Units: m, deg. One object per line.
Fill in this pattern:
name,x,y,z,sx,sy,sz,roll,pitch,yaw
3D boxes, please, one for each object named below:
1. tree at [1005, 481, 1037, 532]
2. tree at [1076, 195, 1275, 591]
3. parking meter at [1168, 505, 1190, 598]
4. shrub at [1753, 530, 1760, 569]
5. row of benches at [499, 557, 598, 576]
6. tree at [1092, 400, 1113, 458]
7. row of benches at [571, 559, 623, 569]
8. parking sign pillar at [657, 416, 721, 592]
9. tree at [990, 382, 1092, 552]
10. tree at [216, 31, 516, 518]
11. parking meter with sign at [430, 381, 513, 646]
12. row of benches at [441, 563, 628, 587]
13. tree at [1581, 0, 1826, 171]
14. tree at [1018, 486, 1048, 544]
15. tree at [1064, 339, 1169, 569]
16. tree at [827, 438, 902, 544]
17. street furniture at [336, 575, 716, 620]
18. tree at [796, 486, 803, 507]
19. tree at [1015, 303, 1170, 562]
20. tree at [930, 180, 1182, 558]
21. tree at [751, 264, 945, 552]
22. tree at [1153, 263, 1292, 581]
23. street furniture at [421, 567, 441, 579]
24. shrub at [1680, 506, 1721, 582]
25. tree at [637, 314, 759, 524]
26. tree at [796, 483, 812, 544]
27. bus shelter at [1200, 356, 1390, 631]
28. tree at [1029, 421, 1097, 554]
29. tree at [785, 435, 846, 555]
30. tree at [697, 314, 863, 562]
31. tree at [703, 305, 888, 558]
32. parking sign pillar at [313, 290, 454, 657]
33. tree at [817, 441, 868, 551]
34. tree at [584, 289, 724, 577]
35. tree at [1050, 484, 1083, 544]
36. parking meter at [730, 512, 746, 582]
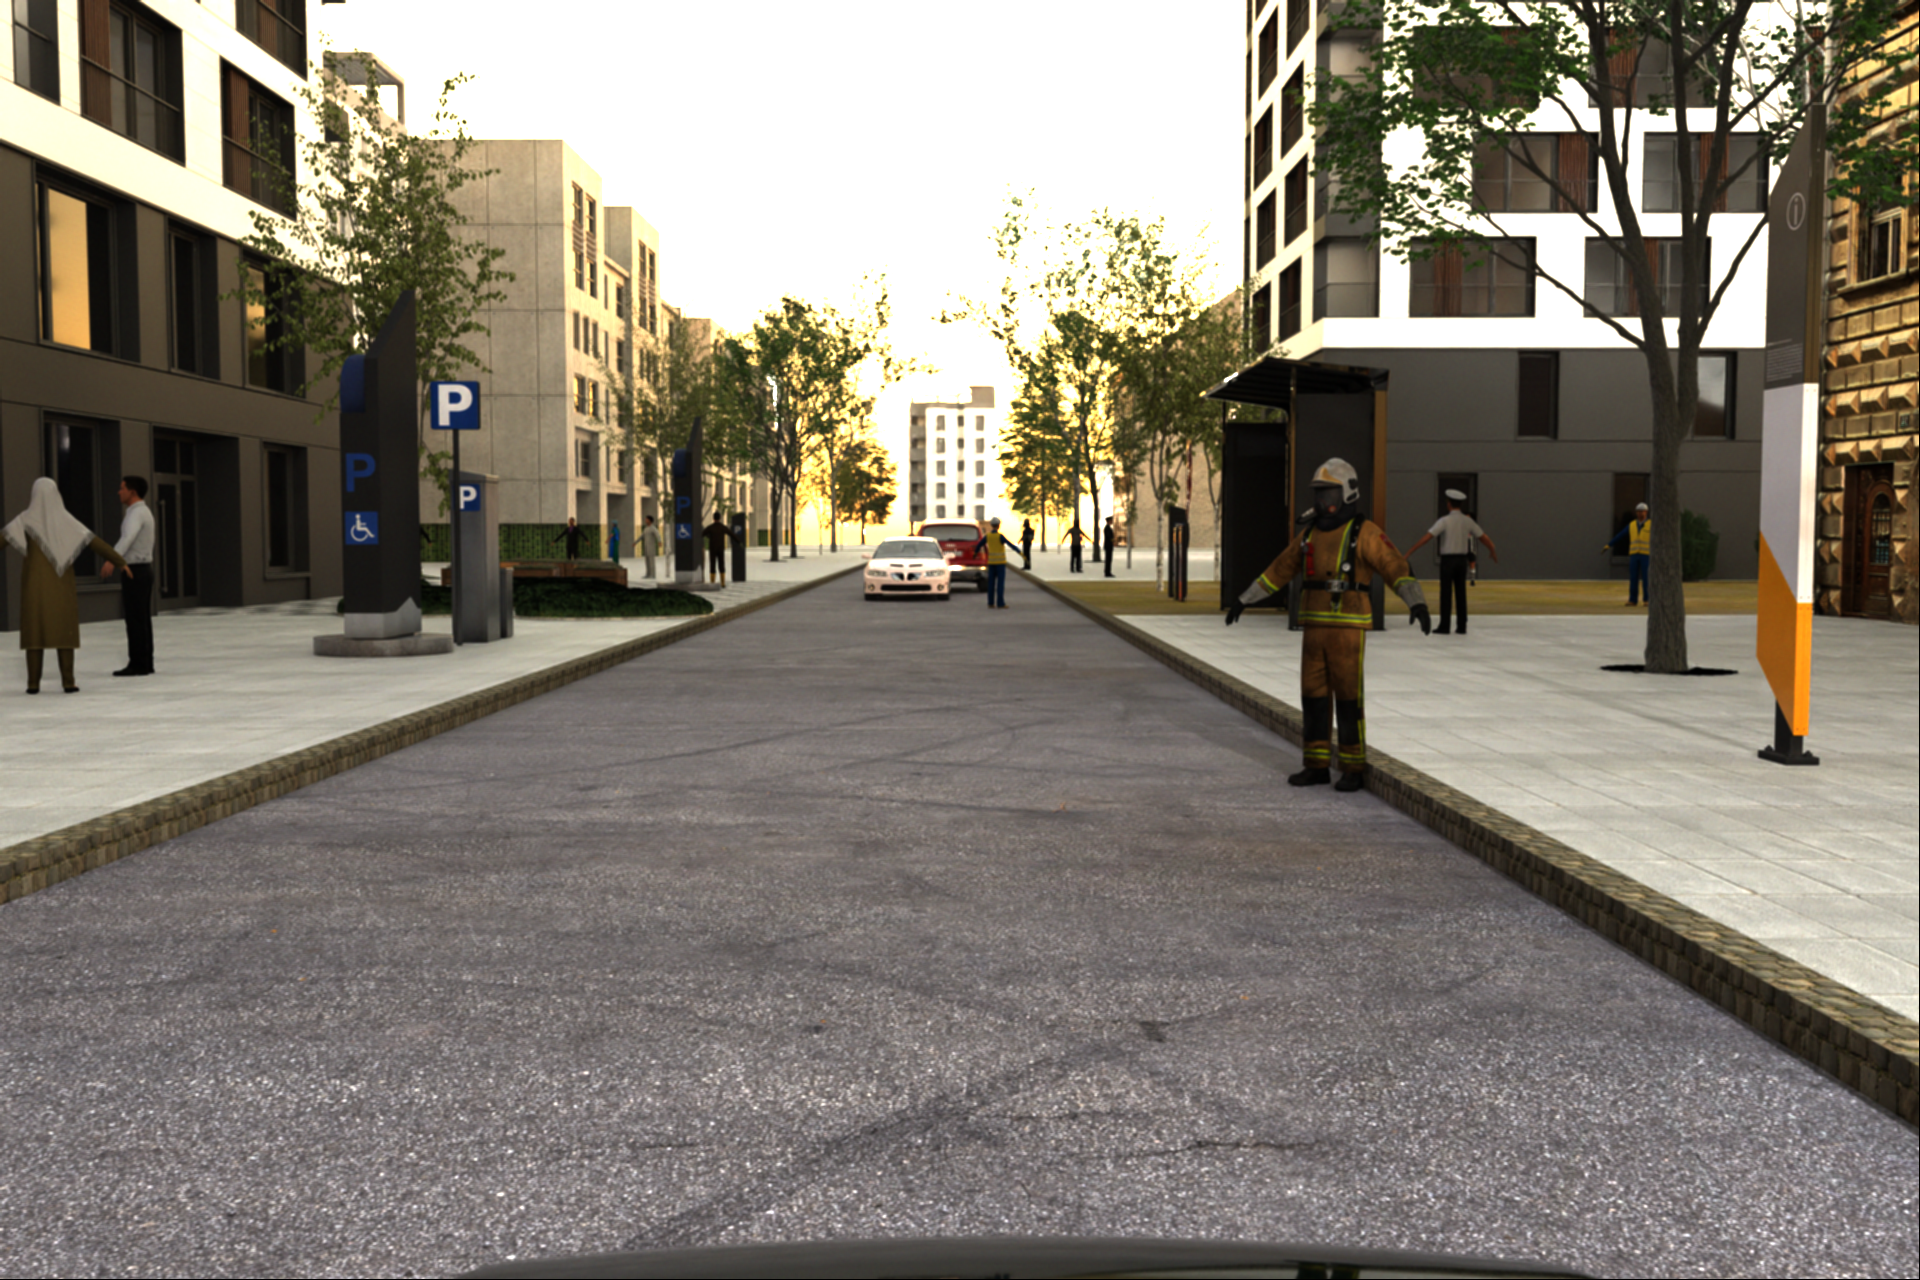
tree,8.028,-16.767,224.505,4.737,8.622,4.395,0,3,0
tree,4.731,-5.401,38.672,4.737,8.622,4.395,0,3,0
parking meter,4.423,-1.791,35.002,0.399,1.863,0.255,0,3,0
shrub,21.640,-2.520,45.249,1.661,2.075,1.752,0,3,0
row of benches,-10.699,-1.840,45.544,4.104,0.672,1.422,3,5,41
tree,23.243,-22.396,222.062,12.611,20.169,13.585,0,3,0
row of benches,-8.749,-1.598,41.582,1.422,0.672,4.104,-1,4,-20
parking sign pillar,-6.131,-3.095,39.071,1.447,3.967,1.447,0,4,1
tree,6.005,-12.653,125.008,7.486,12.596,7.792,0,3,0
tree,-8.483,-4.607,25.683,4.737,8.622,4.395,0,3,0
parking meter with sign,-5.761,-1.492,20.660,0.543,3.016,1.738,0,4,0
row of benches,-9.230,-1.332,37.234,4.104,0.672,1.422,0,4,7
tree,16.967,-11.010,35.905,12.611,20.169,13.585,0,3,0
tree,9.710,-16.429,218.979,4.360,8.622,3.978,0,3,0
tree,6.522,-6.972,64.361,4.360,8.622,3.978,0,3,0
tree,-12.431,-19.374,223.419,9.857,13.997,8.962,0,3,0
street furniture,-7.748,-0.894,30.239,5.734,0.657,10.072,-1,4,-17
tree,-22.442,-16.712,223.604,4.737,8.622,4.395,0,3,0
tree,6.093,-9.365,78.867,9.928,11.665,9.643,0,3,0
tree,5.210,-14.548,93.745,12.611,20.169,13.585,0,3,0
tree,-7.517,-16.178,120.392,12.611,20.169,13.585,0,3,0
tree,7.062,-5.901,46.836,4.737,8.622,4.395,0,3,0
street furniture,-17.835,-2.205,42.905,9.812,1.723,11.010,-2,4,-25
shrub,19.453,-2.563,46.318,1.690,2.028,1.600,0,3,0
tree,-8.651,-6.554,57.525,4.737,8.622,4.395,0,3,0
tree,-20.557,-16.416,218.770,4.737,8.622,4.395,0,3,0
bus shelter,4.884,-2.124,26.015,1.731,3.624,6.357,0,3,0
tree,6.131,-9.822,110.947,4.360,8.622,3.978,0,3,0
tree,-8.531,-9.661,108.323,4.360,8.622,3.978,0,3,0
tree,-8.491,-9.471,80.604,9.928,11.665,9.643,0,3,0
tree,-9.012,-11.164,92.895,12.009,13.543,11.850,0,3,0
parking sign pillar,-6.217,-1.842,18.592,1.447,3.967,1.447,0,3,0
tree,-9.093,-11.141,132.511,4.737,8.622,4.395,0,3,0
tree,-8.480,-6.181,51.425,4.360,8.622,3.978,0,3,0
tree,13.821,-16.776,224.644,4.737,8.622,4.395,0,3,0
parking meter,-5.985,-2.505,46.672,0.399,1.863,0.255,0,4,0
